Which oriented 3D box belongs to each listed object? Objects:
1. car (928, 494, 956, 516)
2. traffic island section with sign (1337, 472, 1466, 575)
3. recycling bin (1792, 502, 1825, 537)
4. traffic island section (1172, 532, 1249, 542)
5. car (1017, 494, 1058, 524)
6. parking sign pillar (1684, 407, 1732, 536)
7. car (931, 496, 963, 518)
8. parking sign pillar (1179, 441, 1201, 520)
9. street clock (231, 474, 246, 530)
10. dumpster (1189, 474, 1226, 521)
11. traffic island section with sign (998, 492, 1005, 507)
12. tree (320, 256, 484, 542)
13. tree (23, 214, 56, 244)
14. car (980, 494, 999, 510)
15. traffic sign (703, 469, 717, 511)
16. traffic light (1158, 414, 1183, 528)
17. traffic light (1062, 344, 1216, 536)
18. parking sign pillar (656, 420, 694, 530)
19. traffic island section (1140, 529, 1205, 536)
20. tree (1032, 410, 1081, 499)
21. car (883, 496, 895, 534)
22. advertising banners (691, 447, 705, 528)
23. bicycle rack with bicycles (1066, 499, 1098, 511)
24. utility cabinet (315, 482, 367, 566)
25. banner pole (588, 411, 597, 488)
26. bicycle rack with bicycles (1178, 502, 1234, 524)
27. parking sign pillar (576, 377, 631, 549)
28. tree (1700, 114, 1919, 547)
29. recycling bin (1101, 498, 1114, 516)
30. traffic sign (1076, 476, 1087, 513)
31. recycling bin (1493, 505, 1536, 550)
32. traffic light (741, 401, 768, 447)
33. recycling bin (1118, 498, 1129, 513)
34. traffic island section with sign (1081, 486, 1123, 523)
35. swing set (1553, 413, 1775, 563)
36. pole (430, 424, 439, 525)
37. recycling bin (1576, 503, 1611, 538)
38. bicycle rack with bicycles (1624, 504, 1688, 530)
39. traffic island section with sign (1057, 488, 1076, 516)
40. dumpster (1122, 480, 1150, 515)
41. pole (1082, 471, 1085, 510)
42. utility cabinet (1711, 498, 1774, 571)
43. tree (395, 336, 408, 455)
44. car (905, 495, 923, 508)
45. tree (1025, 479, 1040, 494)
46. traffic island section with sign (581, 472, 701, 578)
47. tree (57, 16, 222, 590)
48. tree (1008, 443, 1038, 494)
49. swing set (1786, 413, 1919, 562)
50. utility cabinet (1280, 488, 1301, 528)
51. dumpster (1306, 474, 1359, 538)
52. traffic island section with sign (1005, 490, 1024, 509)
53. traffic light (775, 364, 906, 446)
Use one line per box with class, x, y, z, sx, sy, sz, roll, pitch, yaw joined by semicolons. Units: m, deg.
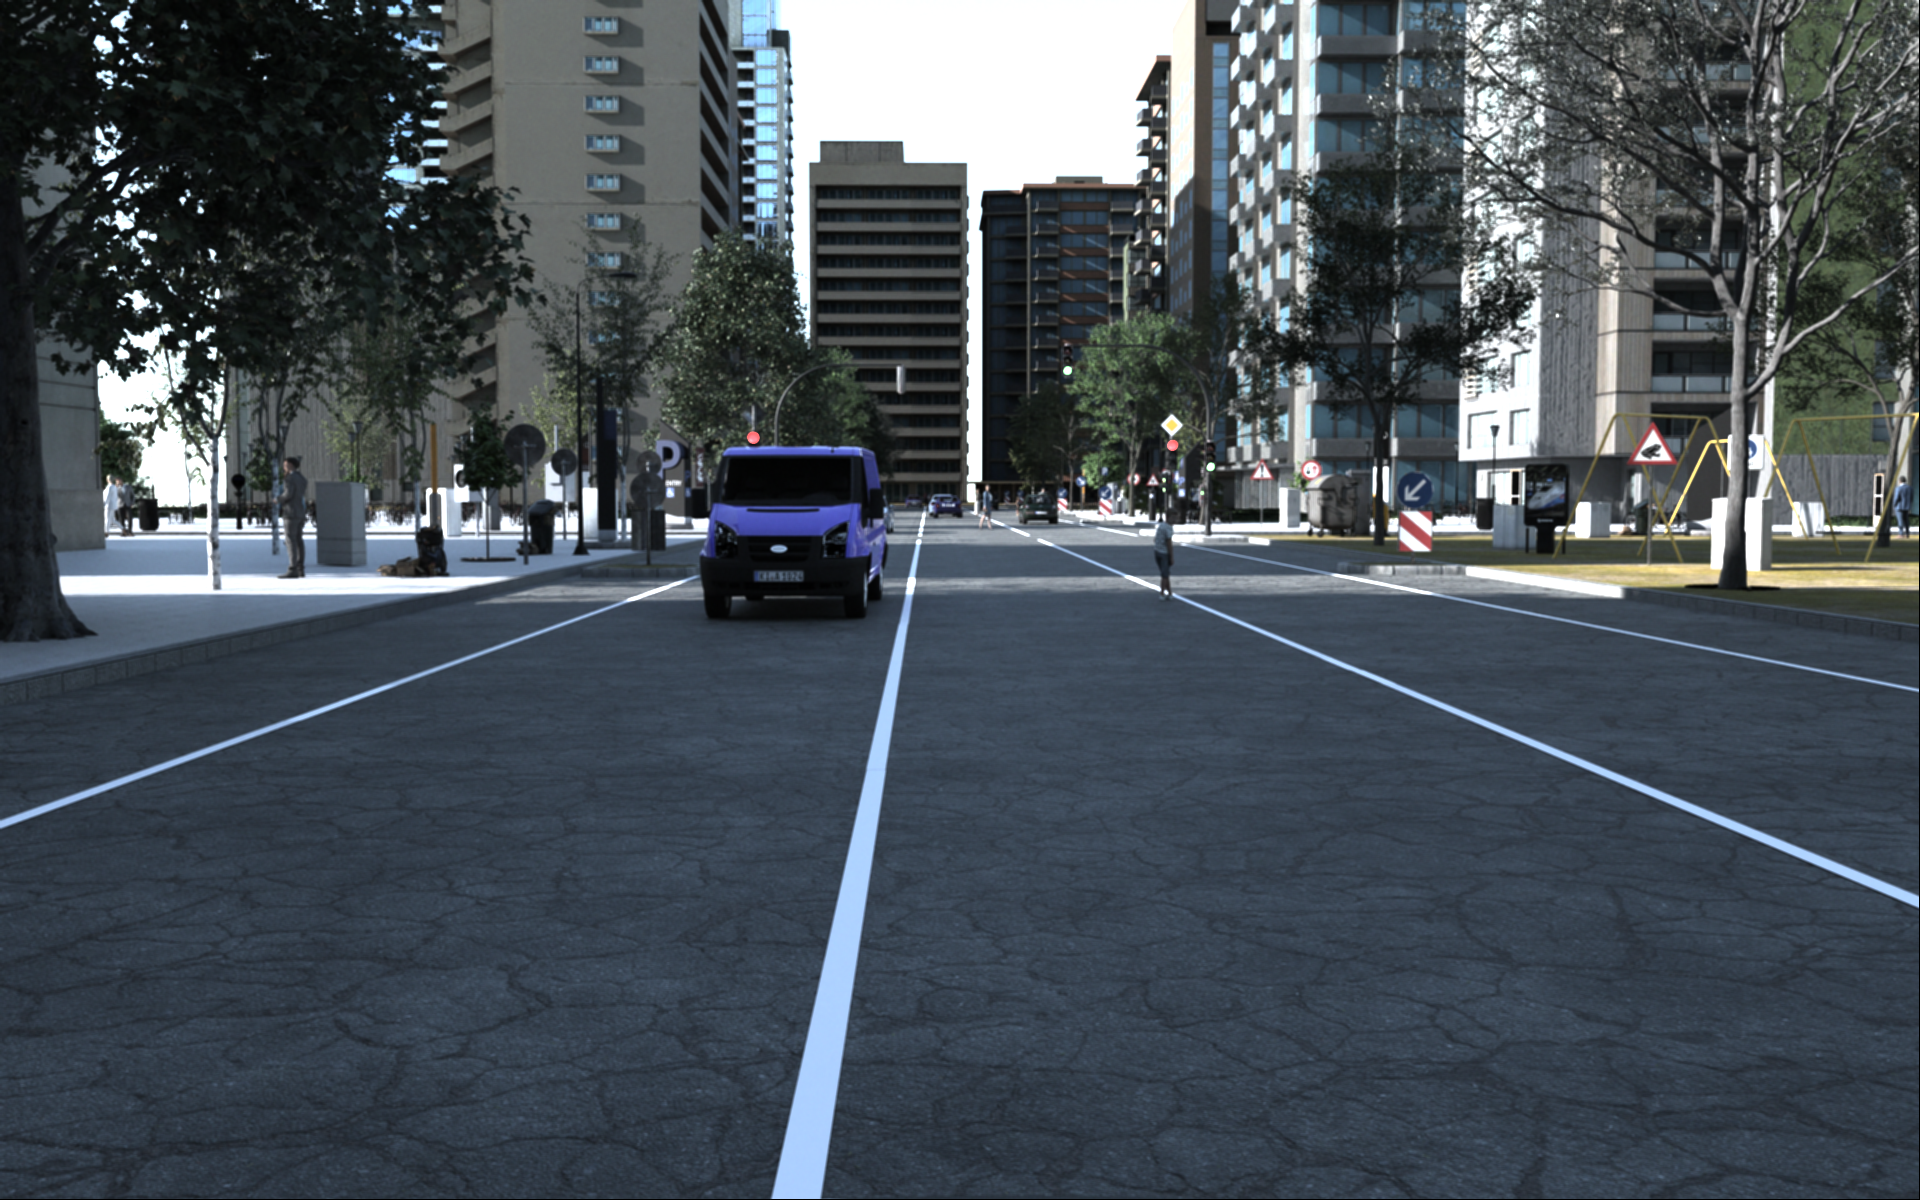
car;-1.100;-6.138;112.363;2.014;1.417;4.499;0;4;1
traffic island section with sign;7.986;-1.408;31.643;1.989;1.847;2.006;0;4;-1
recycling bin;25.395;-2.401;51.818;0.722;1.027;0.722;1;4;11
traffic island section;7.587;-1.874;52.921;2.009;0.180;2.903;0;4;-1
car;3.770;-4.514;83.590;2.009;1.686;4.222;0;4;-1
parking sign pillar;22.999;-3.949;53.034;1.447;3.967;1.447;2;4;29
car;-0.751;-5.661;105.132;1.945;1.354;3.894;0;4;-2
parking sign pillar;11.525;-6.023;86.950;1.447;3.967;1.447;3;5;43
street clock;-25.995;-3.538;62.420;0.471;2.002;0.358;-2;4;-27
dumpster;11.664;-4.834;81.526;1.502;2.255;1.985;0;4;-1
traffic island section with sign;5.039;-11.114;190.339;1.989;1.847;2.006;0;4;-1
tree;-14.761;-5.858;46.143;4.737;8.622;4.395;0;3;0
tree;-15.782;-4.644;26.298;4.737;8.622;4.395;0;3;0
car;2.554;-8.869;154.787;2.009;1.686;4.222;0;4;0
traffic sign;-12.370;-5.216;85.383;0.768;2.556;0.104;0;4;4
traffic light;7.398;-4.396;60.790;0.839;4.253;0.868;0;4;-1
traffic light;5.456;-4.768;52.627;4.771;5.953;1.251;0;4;-1
parking sign pillar;-10.326;-4.520;62.379;1.447;3.967;1.447;2;4;27
traffic island section;7.439;-2.362;60.905;2.009;0.180;2.903;0;4;-1
tree;8.098;-11.921;145.275;4.360;8.622;3.978;0;3;0
car;-3.385;-3.188;64.126;2.014;1.417;4.499;0;4;0
advertising banners;-10.209;-4.184;64.603;0.090;3.025;2.074;2;4;35
bicycle rack with bicycles;9.386;-7.306;132.840;2.852;0.926;2.925;-1;4;-20
utility cabinet;-11.078;-1.366;31.018;1.173;1.500;0.318;3;5;40
banner pole;-10.901;-3.805;52.228;0.863;3.779;0.401;-1;4;-12
bicycle rack with bicycles;10.430;-3.725;74.285;2.925;0.926;2.852;0;4;2
parking sign pillar;-8.325;-3.197;40.742;1.447;3.967;1.447;-1;4;-12
tree;22.266;-6.540;41.336;8.767;10.594;7.601;1;4;15
recycling bin;8.750;-5.515;102.716;0.722;1.027;0.722;0;4;-4
traffic sign;8.450;-7.361;120.461;0.768;2.556;0.104;0;4;2
recycling bin;12.925;-1.701;40.358;0.722;1.027;0.722;-2;4;-33
traffic light;-6.212;-3.891;52.537;0.839;4.253;0.868;0;4;-1
recycling bin;11.024;-6.446;117.941;0.722;1.027;0.722;-2;4;-25
traffic island section with sign;6.986;-4.702;85.499;1.989;1.847;2.006;0;4;-1
swing set;13.698;-2.227;34.029;3.119;2.851;2.862;-2;4;-35
pole;-15.301;-3.462;50.445;0.158;3.312;0.155;0;3;0
recycling bin;18.562;-2.337;50.761;0.722;1.027;0.722;-1;4;-11
bicycle rack with bicycles;25.535;-3.029;62.899;2.925;0.926;2.852;1;4;15
traffic island section with sign;6.478;-6.350;112.450;1.989;1.847;2.006;0;4;-1
dumpster;10.792;-6.343;106.207;1.502;2.255;1.985;0;4;-1
pole;9.680;-8.664;135.502;0.158;3.312;0.155;0;3;0
utility cabinet;13.290;-1.119;29.458;0.306;1.237;1.020;-2;4;-25
tree;-14.392;-5.282;36.719;4.360;8.622;3.978;0;3;0
car;-4.831;-10.312;181.177;1.945;1.354;3.894;0;4;-3
tree;7.803;-11.952;190.009;1.663;3.219;1.824;0;3;0
traffic island section with sign;-5.527;-1.346;30.638;1.989;1.847;2.006;0;4;-1
tree;-10.054;-4.456;23.214;4.360;8.622;3.978;0;3;0
tree;7.488;-14.157;181.834;4.737;8.622;4.395;0;3;0
swing set;17.952;-2.260;34.564;2.862;2.851;3.119;-2;4;-24
utility cabinet;12.424;-3.450;65.094;0.318;1.500;1.173;3;4;36
dumpster;11.147;-2.817;51.817;1.264;1.857;1.865;0;4;-1
traffic island section with sign;5.551;-9.457;163.248;1.989;1.847;2.006;0;4;-1
traffic light;-4.270;-5.255;60.594;4.771;5.953;1.251;0;4;-1
